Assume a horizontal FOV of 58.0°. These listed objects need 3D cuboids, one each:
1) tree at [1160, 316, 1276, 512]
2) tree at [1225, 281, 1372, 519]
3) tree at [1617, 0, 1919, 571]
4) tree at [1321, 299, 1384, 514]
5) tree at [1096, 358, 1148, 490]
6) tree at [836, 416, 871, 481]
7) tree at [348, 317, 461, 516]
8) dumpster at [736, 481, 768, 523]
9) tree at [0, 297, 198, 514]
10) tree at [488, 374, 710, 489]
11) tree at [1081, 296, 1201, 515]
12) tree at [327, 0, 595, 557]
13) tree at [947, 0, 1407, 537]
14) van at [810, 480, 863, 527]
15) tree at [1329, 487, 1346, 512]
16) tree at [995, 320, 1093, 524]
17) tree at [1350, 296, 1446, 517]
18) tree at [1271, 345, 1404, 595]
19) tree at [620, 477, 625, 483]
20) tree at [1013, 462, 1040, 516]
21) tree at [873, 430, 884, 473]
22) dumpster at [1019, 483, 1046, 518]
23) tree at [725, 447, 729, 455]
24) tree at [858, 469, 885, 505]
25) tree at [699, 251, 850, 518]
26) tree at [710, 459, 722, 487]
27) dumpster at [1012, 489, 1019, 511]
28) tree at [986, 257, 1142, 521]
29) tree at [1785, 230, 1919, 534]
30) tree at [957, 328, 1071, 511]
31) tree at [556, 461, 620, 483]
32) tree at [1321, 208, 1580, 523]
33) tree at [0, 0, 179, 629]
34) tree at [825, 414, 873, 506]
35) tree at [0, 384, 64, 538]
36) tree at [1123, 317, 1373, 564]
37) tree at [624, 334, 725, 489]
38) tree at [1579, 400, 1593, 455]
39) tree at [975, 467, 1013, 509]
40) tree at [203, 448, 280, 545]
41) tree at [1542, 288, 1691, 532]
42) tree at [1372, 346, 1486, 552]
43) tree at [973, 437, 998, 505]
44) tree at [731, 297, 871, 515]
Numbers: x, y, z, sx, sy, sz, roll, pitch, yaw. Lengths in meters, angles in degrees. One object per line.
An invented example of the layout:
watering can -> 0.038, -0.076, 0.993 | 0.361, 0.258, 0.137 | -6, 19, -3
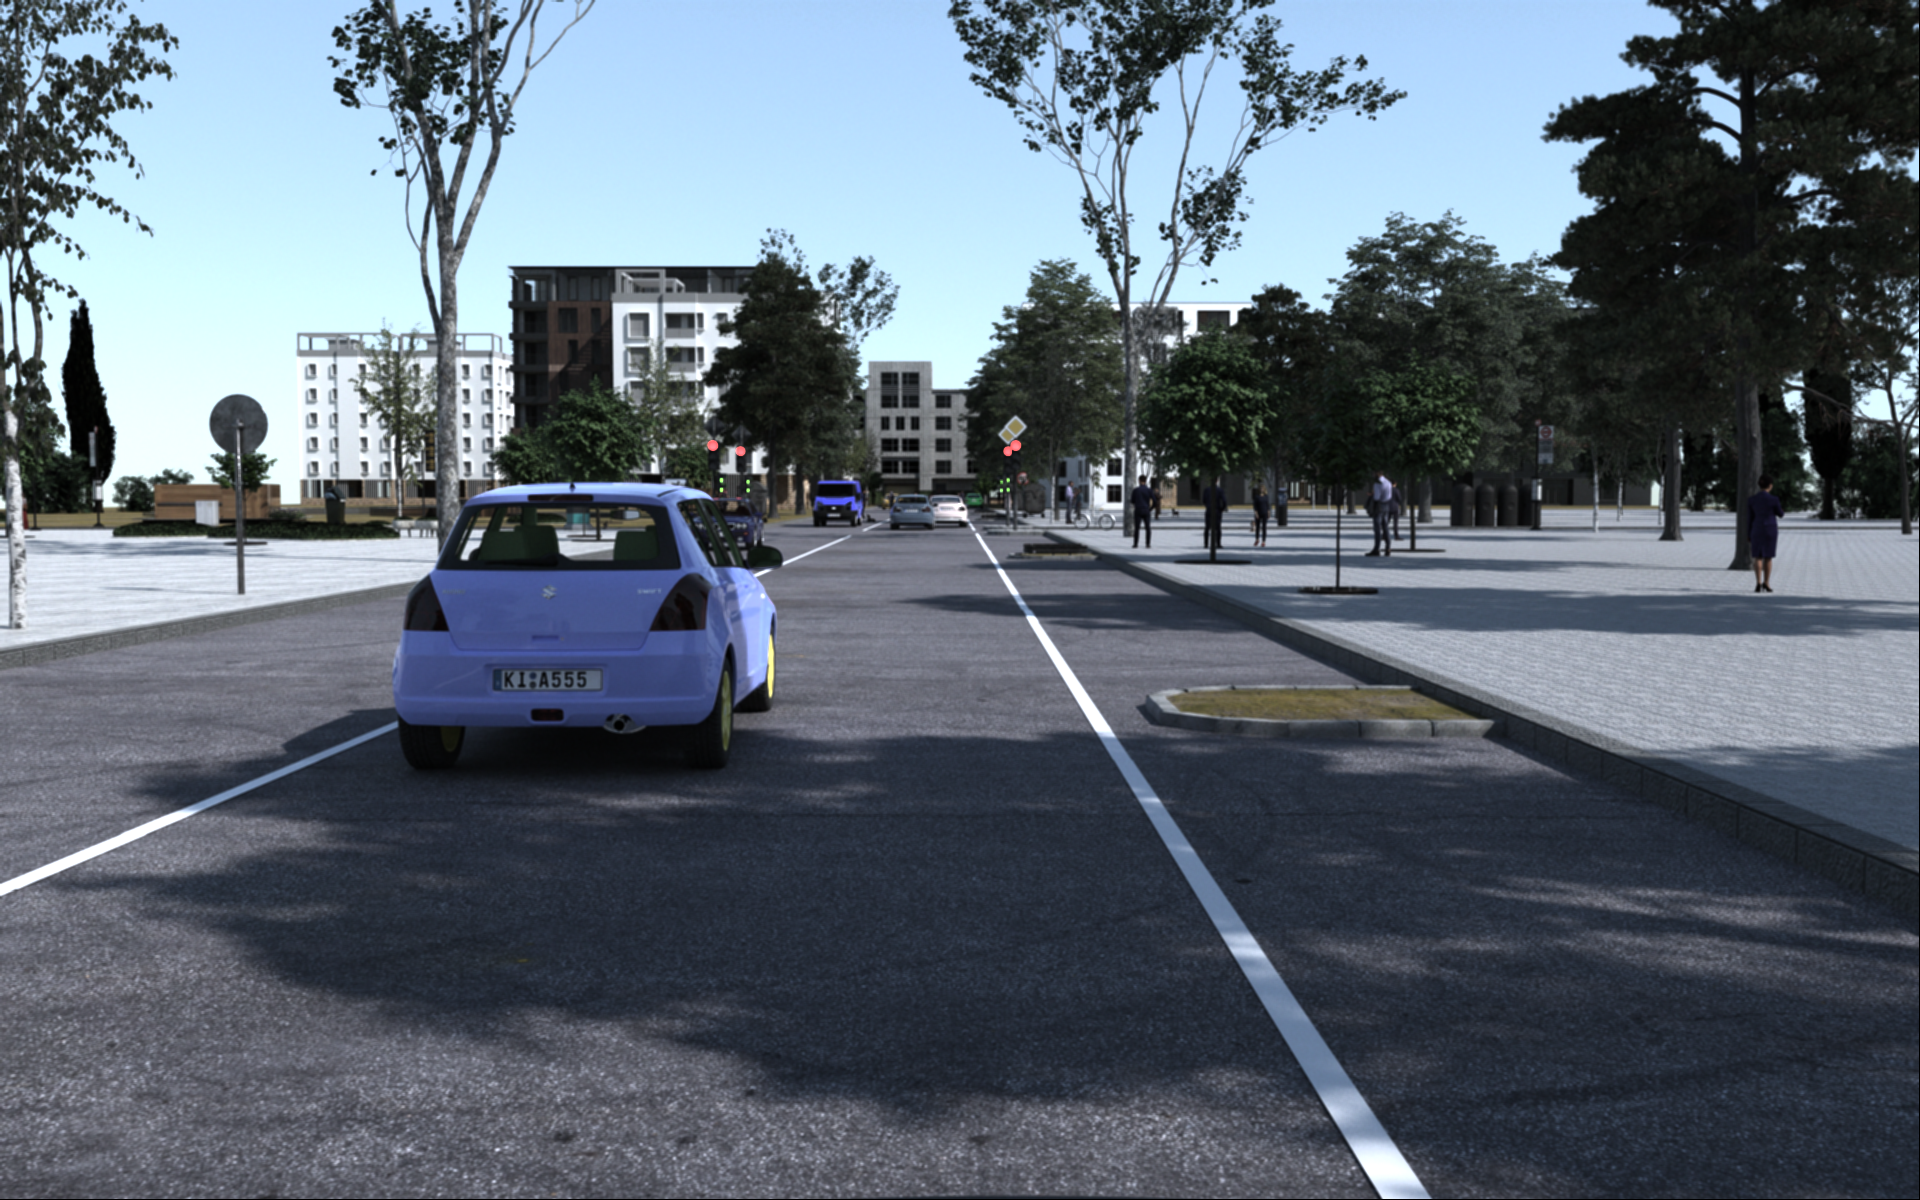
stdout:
tree -> 18.606, -13.211, 122.656 | 9.857, 13.997, 8.962 | 0, 3, 0
tree -> 16.171, -10.141, 87.861 | 6.751, 12.117, 7.091 | 0, 3, 0
tree -> 13.237, -6.533, 28.871 | 6.751, 12.117, 7.091 | 0, 3, 0
tree -> 24.446, -12.331, 109.035 | 7.806, 13.903, 7.818 | 0, 3, 0
tree -> 9.820, -8.613, 91.179 | 4.737, 8.622, 4.395 | 0, 3, 0
tree -> -10.108, -12.501, 154.755 | 4.737, 8.622, 4.395 | 0, 3, 0
tree -> -23.402, -7.495, 72.898 | 4.737, 8.622, 4.395 | 0, 3, 0
dumpster -> -9.147, -4.308, 76.186 | 1.264, 1.857, 1.865 | 0, 4, 0
tree -> -61.573, -13.323, 119.657 | 13.155, 14.587, 18.604 | 0, 4, 1
tree -> -9.948, -3.886, 47.248 | 4.285, 4.588, 4.351 | 0, 3, 0
tree -> 12.275, -12.046, 107.322 | 12.009, 13.543, 11.850 | 0, 3, 0
tree -> -8.333, -10.821, 32.814 | 12.611, 20.169, 13.585 | 0, 3, 0
tree -> 6.234, -11.883, 50.168 | 12.611, 20.169, 13.585 | 0, 3, 0
van -> -5.424, -4.452, 77.169 | 2.240, 2.365, 5.245 | 0, 4, 0
tree -> 28.841, -11.714, 141.883 | 4.737, 8.622, 4.395 | 0, 3, 0
tree -> 3.842, -7.555, 73.881 | 4.360, 8.622, 3.978 | 0, 3, 0
tree -> 25.341, -11.080, 99.290 | 7.486, 12.596, 7.792 | 0, 3, 0
tree -> 5.045, -1.709, 22.538 | 1.663, 3.219, 1.824 | 0, 3, 0
tree -> -15.374, -4.951, 75.550 | 1.663, 3.219, 1.824 | 0, 3, 0
tree -> 3.981, -6.572, 102.051 | 1.663, 3.219, 1.824 | 0, 3, 0
tree -> -9.933, -14.236, 183.113 | 4.360, 8.622, 3.978 | 0, 3, 0
dumpster -> 3.973, -5.299, 92.396 | 1.264, 1.857, 1.865 | 0, 4, 0
tree -> -20.581, -11.575, 139.617 | 4.737, 8.622, 4.395 | 0, 3, 0
tree -> -10.698, -13.745, 208.443 | 4.285, 4.588, 4.351 | 0, 3, 0
tree -> -9.713, -11.242, 91.223 | 7.806, 13.903, 7.818 | 0, 3, 0
tree -> -15.502, -7.083, 99.522 | 4.285, 4.588, 4.351 | 0, 3, 0
dumpster -> 3.904, -6.209, 107.270 | 1.264, 1.857, 1.865 | 0, 3, 0
tree -> 5.015, -10.112, 83.450 | 7.486, 12.596, 7.792 | 0, 3, 0
tree -> 30.183, -7.394, 55.299 | 8.767, 10.594, 7.601 | -1, 4, -10
tree -> 4.404, -13.904, 133.985 | 9.857, 13.997, 8.962 | 0, 3, 0
tree -> -11.300, -3.497, 51.782 | 1.663, 3.219, 1.824 | 0, 3, 0
tree -> 20.527, -10.384, 76.436 | 9.857, 13.997, 8.962 | 0, 3, 0
tree -> -9.104, -4.018, 16.062 | 4.360, 8.622, 3.978 | 0, 3, 0
tree -> -9.994, -11.457, 137.690 | 4.360, 8.622, 3.978 | 0, 3, 0
tree -> -28.147, -4.109, 50.903 | 4.285, 4.588, 4.351 | 0, 3, 0
tree -> 4.639, -2.965, 32.186 | 4.285, 4.588, 4.351 | 0, 3, 0
tree -> -13.569, -7.910, 79.683 | 4.737, 8.622, 4.395 | 0, 3, 0
tree -> 28.498, -11.201, 89.794 | 9.857, 13.997, 8.962 | 0, 3, 0
tree -> 3.359, -12.587, 189.516 | 4.285, 4.588, 4.351 | 0, 3, 0
tree -> -18.225, -3.024, 44.038 | 1.663, 3.219, 1.824 | 0, 3, 0
tree -> 21.495, -6.569, 57.765 | 4.360, 8.622, 3.978 | 0, 3, 0
tree -> 10.214, -3.369, 38.801 | 4.285, 4.588, 4.351 | 0, 3, 0
tree -> 3.314, -15.214, 199.113 | 4.737, 8.622, 4.395 | 0, 3, 0
tree -> -9.869, -12.249, 106.926 | 9.857, 13.997, 8.962 | 0, 3, 0
